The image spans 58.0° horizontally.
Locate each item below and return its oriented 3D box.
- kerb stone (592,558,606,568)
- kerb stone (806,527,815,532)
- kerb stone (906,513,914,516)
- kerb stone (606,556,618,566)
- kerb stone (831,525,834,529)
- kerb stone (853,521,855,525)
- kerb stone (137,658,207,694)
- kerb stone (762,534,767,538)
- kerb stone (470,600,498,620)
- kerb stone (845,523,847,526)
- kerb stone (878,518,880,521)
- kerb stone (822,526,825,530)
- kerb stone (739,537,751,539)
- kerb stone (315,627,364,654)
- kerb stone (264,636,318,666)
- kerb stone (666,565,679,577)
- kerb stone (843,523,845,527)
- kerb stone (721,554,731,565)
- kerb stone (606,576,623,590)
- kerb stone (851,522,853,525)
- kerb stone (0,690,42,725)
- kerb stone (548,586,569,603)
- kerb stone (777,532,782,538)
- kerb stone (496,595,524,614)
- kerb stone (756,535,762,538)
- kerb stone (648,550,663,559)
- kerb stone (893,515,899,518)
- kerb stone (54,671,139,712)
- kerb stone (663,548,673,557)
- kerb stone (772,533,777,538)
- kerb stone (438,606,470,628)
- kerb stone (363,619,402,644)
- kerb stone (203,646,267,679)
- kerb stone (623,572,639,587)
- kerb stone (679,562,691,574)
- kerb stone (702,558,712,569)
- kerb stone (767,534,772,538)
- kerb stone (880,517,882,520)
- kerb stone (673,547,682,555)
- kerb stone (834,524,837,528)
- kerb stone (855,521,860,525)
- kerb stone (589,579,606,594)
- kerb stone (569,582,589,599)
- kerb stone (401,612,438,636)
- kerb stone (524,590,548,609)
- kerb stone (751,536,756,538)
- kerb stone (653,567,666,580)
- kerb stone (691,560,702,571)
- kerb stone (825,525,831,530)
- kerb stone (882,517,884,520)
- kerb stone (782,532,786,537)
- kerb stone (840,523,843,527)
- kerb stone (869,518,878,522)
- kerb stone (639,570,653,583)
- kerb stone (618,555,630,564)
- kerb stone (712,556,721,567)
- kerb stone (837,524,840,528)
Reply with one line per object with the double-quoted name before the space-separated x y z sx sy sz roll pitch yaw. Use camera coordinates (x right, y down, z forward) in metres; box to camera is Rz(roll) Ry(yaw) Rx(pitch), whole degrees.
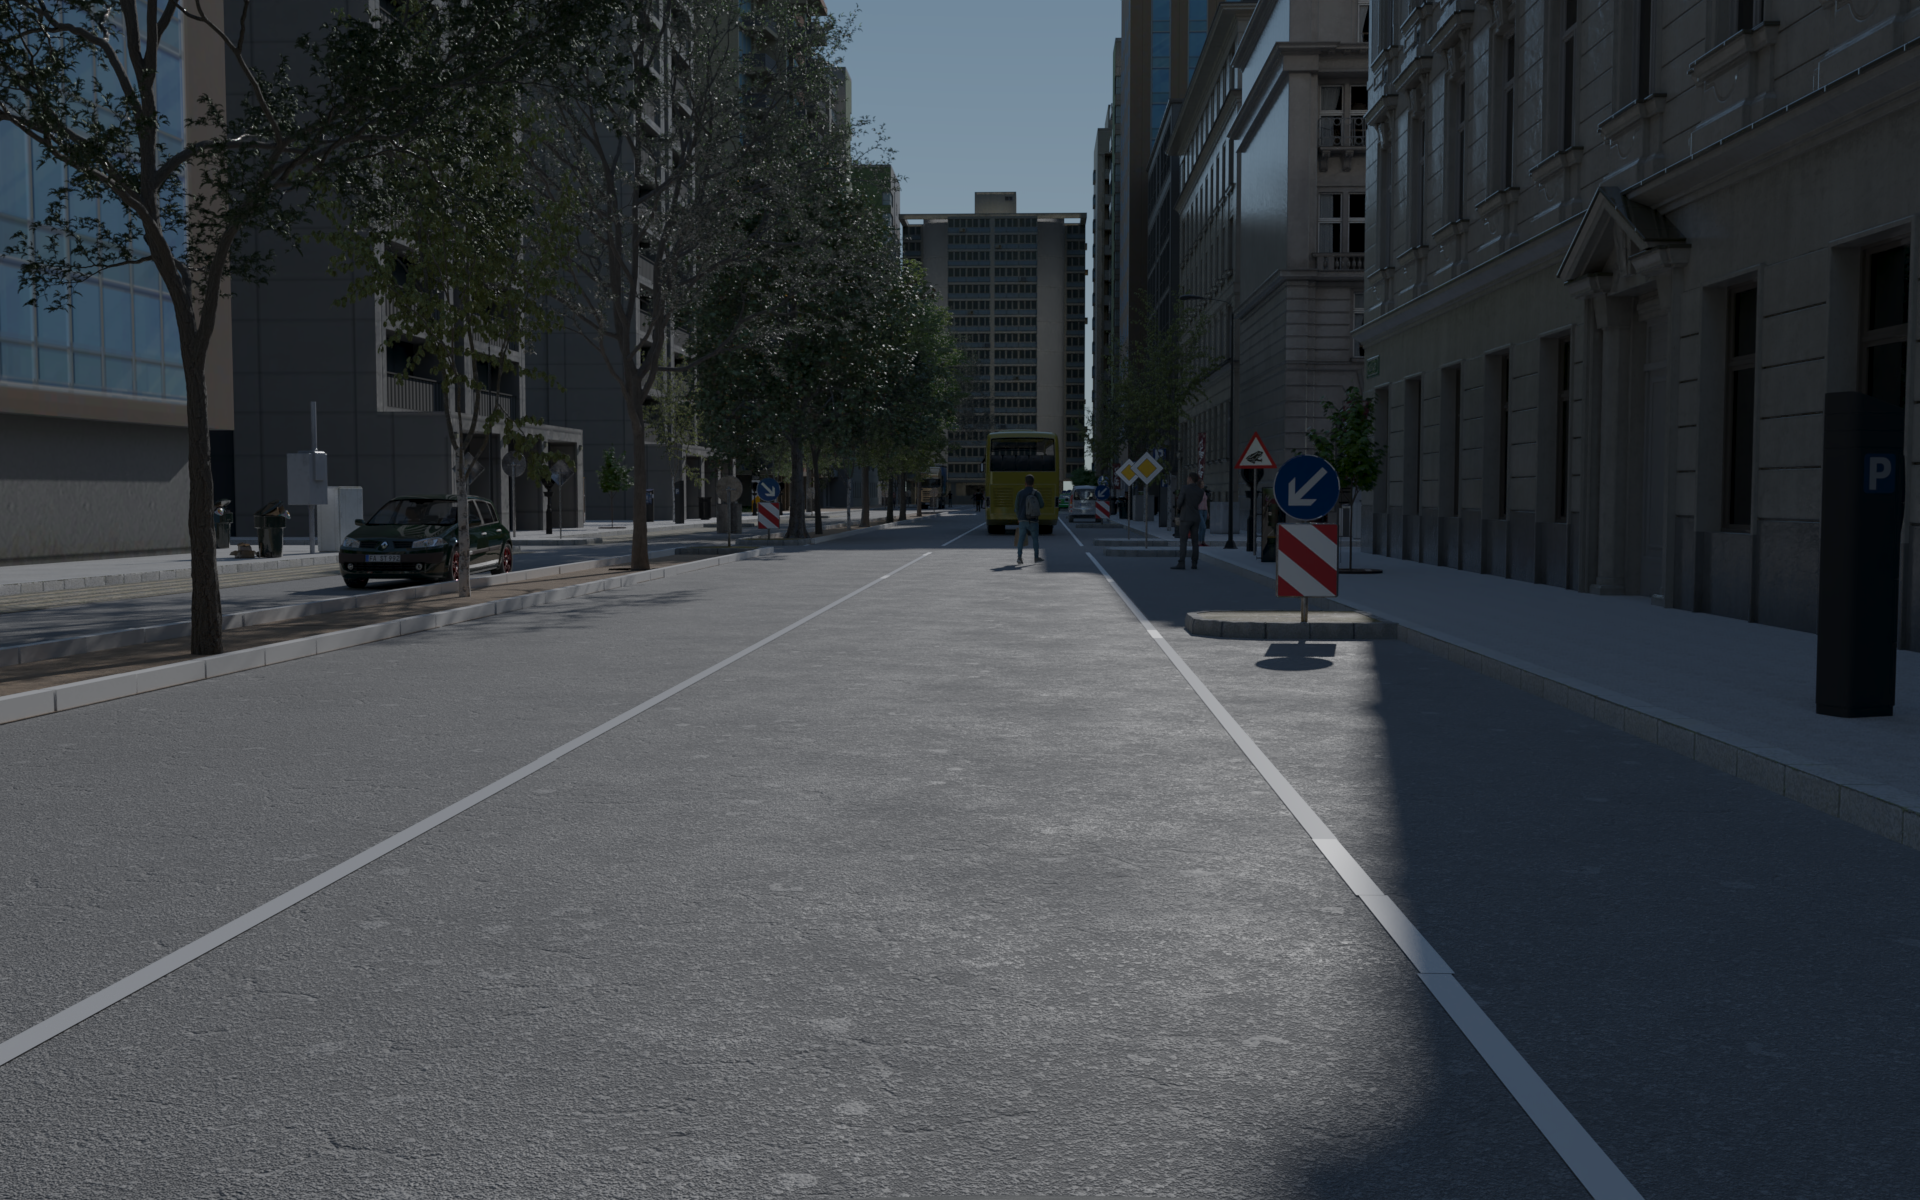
"kerb stone" -7.082 -0.689 33.460 0.120 0.150 1.000 0 4 3
"kerb stone" -5.656 -2.601 64.727 0.120 0.150 1.000 0 4 3
"kerb stone" -3.327 -5.728 115.918 0.120 0.150 1.000 0 4 3
"kerb stone" -7.038 -0.750 34.486 0.120 0.150 1.000 0 4 3
"kerb stone" -5.371 -2.977 70.867 0.120 0.150 1.000 0 4 3
"kerb stone" -5.007 -3.471 79.080 0.120 0.150 1.000 0 4 3
"kerb stone" -5.919 0.572 12.887 0.120 0.150 1.000 0 4 3
"kerb stone" -6.170 -1.909 53.450 0.120 0.150 1.000 0 4 3
"kerb stone" -5.594 0.138 20.043 0.120 0.150 1.000 0 4 3
"kerb stone" -5.150 -3.291 75.999 0.120 0.150 1.000 0 4 3
"kerb stone" -4.446 -4.230 91.362 0.120 0.150 1.000 0 4 3
"kerb stone" -5.511 -2.789 67.800 0.120 0.150 1.000 0 4 3
"kerb stone" -6.301 -1.722 50.376 0.120 0.150 1.000 0 4 3
"kerb stone" -5.773 0.382 15.956 0.120 0.150 1.000 0 4 3
"kerb stone" -5.820 0.445 14.929 0.120 0.150 1.000 0 4 3
"kerb stone" -5.116 -0.494 30.275 0.120 0.150 1.000 0 4 3
"kerb stone" -5.193 -3.222 74.974 0.120 0.150 1.000 0 4 3
"kerb stone" -4.886 -0.808 35.409 0.120 0.150 1.000 0 4 3
"kerb stone" -5.307 -0.243 26.171 0.120 0.150 1.000 0 4 3
"kerb stone" -5.054 -3.416 78.053 0.120 0.150 1.000 0 4 3
"kerb stone" -6.014 0.694 10.845 0.120 0.150 1.000 0 4 3
"kerb stone" -5.442 -0.056 23.105 0.120 0.150 1.000 0 4 3
"kerb stone" -6.033 -2.099 56.518 0.120 0.150 1.000 0 4 3
"kerb stone" -5.537 0.069 21.063 0.120 0.150 1.000 0 4 3
"kerb stone" -6.218 -1.842 52.429 0.120 0.150 1.000 0 4 3
"kerb stone" -6.841 -1.003 38.588 0.120 0.150 1.000 0 4 3
"kerb stone" -3.849 -5.041 104.669 0.120 0.150 1.000 0 4 3
"kerb stone" -5.962 0.632 11.866 0.120 0.150 1.000 0 4 3
"kerb stone" -6.794 -1.061 39.609 0.120 0.150 1.000 0 4 3
"kerb stone" -6.078 -2.036 55.493 0.120 0.150 1.000 0 4 3
"kerb stone" -5.637 0.200 19.022 0.120 0.150 1.000 0 4 3
"kerb stone" -5.735 0.323 16.977 0.120 0.150 1.000 0 4 3
"kerb stone" -5.868 0.508 13.908 0.120 0.150 1.000 0 4 3
"kerb stone" -5.252 -0.306 27.195 0.120 0.150 1.000 0 4 3
"kerb stone" -5.070 -0.557 31.312 0.120 0.150 1.000 0 4 3
"kerb stone" -4.984 -0.683 33.360 0.120 0.150 1.000 0 4 3
"kerb stone" -6.126 -1.969 54.471 0.120 0.150 1.000 0 4 3
"kerb stone" -4.397 -4.291 92.383 0.120 0.150 1.000 0 4 3
"kerb stone" -6.755 -1.128 40.632 0.120 0.150 1.000 0 4 3
"kerb stone" -5.325 -3.037 71.896 0.120 0.150 1.000 0 4 3
"kerb stone" -4.908 -3.605 81.136 0.120 0.150 1.000 0 4 3
"kerb stone" -5.359 -0.176 25.151 0.120 0.150 1.000 0 4 3
"kerb stone" -5.398 -0.118 24.127 0.120 0.150 1.000 0 4 3
"kerb stone" -5.684 0.257 17.998 0.120 0.150 1.000 0 4 3
"kerb stone" -5.489 0.007 22.084 0.120 0.150 1.000 0 4 3
"kerb stone" -6.264 -1.786 51.398 0.120 0.150 1.000 0 4 3
"kerb stone" -5.172 -0.432 29.252 0.120 0.150 1.000 0 4 3
"kerb stone" -5.028 -0.618 32.334 0.120 0.150 1.000 0 4 3
"kerb stone" -5.432 -2.914 69.843 0.120 0.150 1.000 0 4 3
"kerb stone" -4.362 -4.354 93.408 0.120 0.150 1.000 0 4 3
"kerb stone" -5.983 -2.162 57.546 0.120 0.150 1.000 0 4 3
"kerb stone" -5.241 -3.160 73.953 0.120 0.150 1.000 0 4 3
"kerb stone" -4.492 -4.163 90.333 0.120 0.150 1.000 0 4 3
"kerb stone" -5.222 -0.368 28.224 0.120 0.150 1.000 0 4 3
"kerb stone" -6.991 -0.814 35.507 0.120 0.150 1.000 0 4 3
"kerb stone" -4.943 -0.746 34.387 0.120 0.150 1.000 0 4 3
"kerb stone" -5.286 -3.094 72.918 0.120 0.150 1.000 0 4 3
